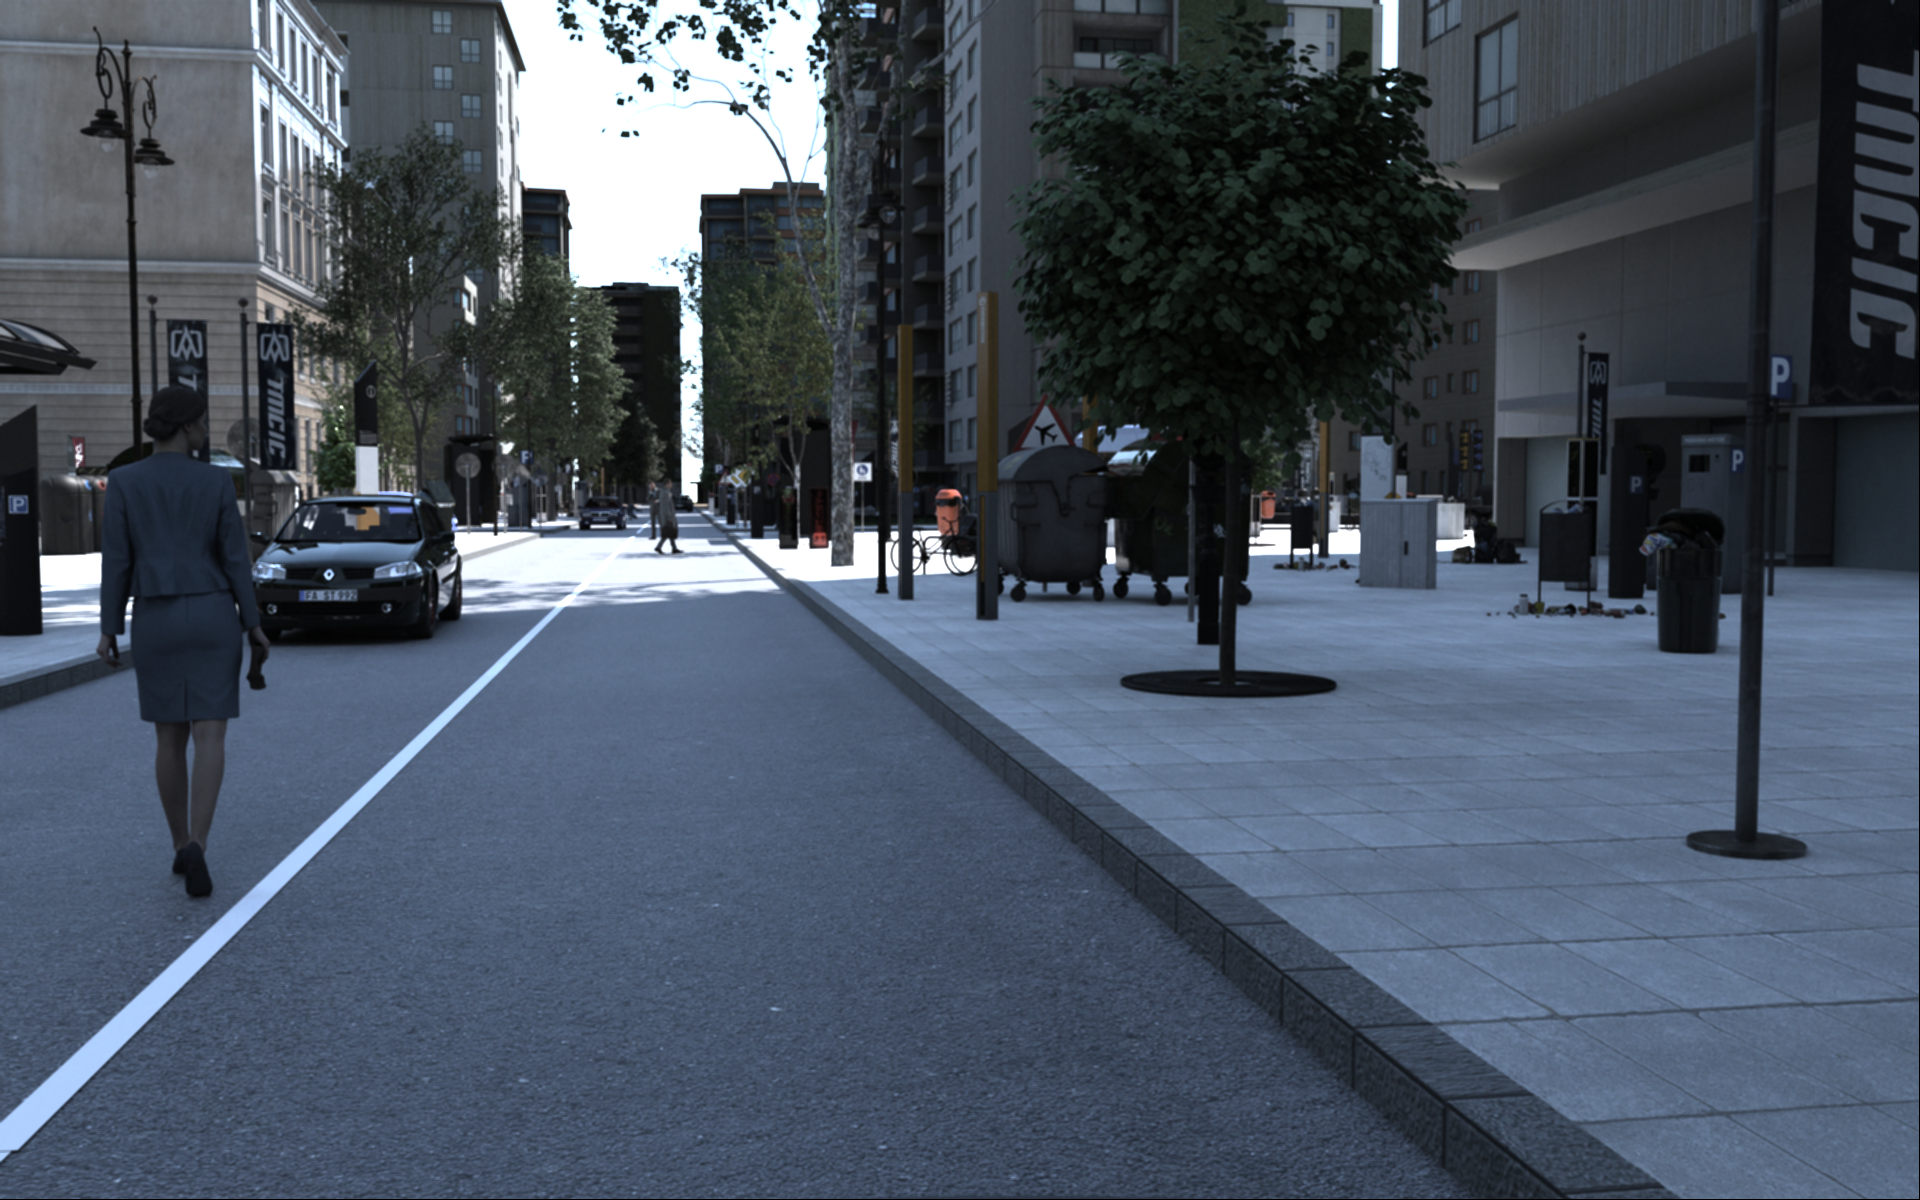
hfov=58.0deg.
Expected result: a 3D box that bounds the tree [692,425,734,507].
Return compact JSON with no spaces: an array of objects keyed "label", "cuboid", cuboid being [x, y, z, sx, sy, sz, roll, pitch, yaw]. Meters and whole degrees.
[{"label":"tree","cuboid":[-25.388,-13.797,175.948,4.360,8.622,3.978,0,3,0]}]

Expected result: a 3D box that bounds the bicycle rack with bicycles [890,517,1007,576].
[{"label":"bicycle rack with bicycles","cuboid":[0.707,-0.878,27.738,2.925,0.926,2.852,3,4,36]}]

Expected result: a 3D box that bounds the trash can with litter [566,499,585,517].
[{"label":"trash can with litter","cuboid":[-21.643,-5.262,97.424,0.624,1.170,1.055,2,4,25]}]

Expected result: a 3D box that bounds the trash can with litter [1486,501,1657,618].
[{"label":"trash can with litter","cuboid":[6.803,-0.444,18.323,2.233,1.210,1.678,1,4,23]}]

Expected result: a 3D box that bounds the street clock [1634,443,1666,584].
[{"label":"street clock","cuboid":[9.805,-1.233,24.734,0.358,2.002,0.471,-1,4,-22]}]

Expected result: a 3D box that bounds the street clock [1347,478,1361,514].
[{"label":"street clock","cuboid":[18.252,-4.610,79.949,0.471,2.002,0.358,0,4,-1]}]

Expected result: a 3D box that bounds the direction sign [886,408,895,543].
[{"label":"direction sign","cuboid":[-1.876,-3.297,45.911,0.379,3.537,0.876,0,4,1]}]

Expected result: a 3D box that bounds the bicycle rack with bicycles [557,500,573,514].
[{"label":"bicycle rack with bicycles","cuboid":[-26.819,-6.148,113.901,2.852,0.926,2.925,-3,4,-38]}]

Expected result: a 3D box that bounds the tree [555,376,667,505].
[{"label":"tree","cuboid":[-32.553,-14.918,160.922,9.611,12.733,9.660,0,3,0]}]

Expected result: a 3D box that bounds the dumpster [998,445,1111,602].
[{"label":"dumpster","cuboid":[1.085,-0.949,21.279,1.264,1.857,1.865,-1,4,-9]}]

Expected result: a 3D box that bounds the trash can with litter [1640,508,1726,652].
[{"label":"trash can with litter","cuboid":[5.992,-0.179,14.313,0.624,1.170,1.055,2,4,27]}]

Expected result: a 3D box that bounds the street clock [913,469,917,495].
[{"label":"street clock","cuboid":[-1.409,-2.611,47.254,0.471,2.002,0.358,0,4,4]}]

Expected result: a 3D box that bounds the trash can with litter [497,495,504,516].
[{"label":"trash can with litter","cuboid":[-27.262,-5.553,101.854,1.678,1.210,2.233,-1,4,-15]}]

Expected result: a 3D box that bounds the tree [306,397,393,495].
[{"label":"tree","cuboid":[-12.391,-2.442,34.535,1.663,3.219,1.824,0,3,0]}]

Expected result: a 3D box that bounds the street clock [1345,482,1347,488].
[{"label":"street clock","cuboid":[20.166,-5.193,89.471,0.358,2.002,0.471,-3,5,-44]}]

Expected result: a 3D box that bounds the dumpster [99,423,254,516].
[{"label":"dumpster","cuboid":[-10.516,-1.272,23.298,1.502,2.255,1.985,-1,4,-9]}]

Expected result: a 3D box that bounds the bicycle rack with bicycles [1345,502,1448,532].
[{"label":"bicycle rack with bicycles","cuboid":[14.270,-2.668,57.006,2.852,0.926,2.925,0,4,-8]}]

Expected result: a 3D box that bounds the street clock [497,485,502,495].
[{"label":"street clock","cuboid":[-35.663,-7.907,133.842,0.471,2.002,0.358,-1,4,-10]}]

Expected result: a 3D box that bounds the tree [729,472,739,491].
[{"label":"tree","cuboid":[-17.740,-8.428,132.394,1.663,3.219,1.824,0,3,0]}]

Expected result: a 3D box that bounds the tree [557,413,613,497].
[{"label":"tree","cuboid":[-25.904,-10.402,120.438,4.737,8.622,4.395,0,3,0]}]

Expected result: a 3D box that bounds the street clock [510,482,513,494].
[{"label":"street clock","cuboid":[-23.322,-5.280,90.896,0.358,2.002,0.471,3,5,44]}]

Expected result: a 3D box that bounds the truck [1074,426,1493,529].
[{"label":"truck","cuboid":[12.816,-4.635,65.549,18.799,4.110,2.967,-1,4,-11]}]

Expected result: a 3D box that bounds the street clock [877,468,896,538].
[{"label":"street clock","cuboid":[-2.006,-2.619,47.395,0.471,2.002,0.358,2,4,32]}]

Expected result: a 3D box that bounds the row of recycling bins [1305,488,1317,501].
[{"label":"row of recycling bins","cuboid":[25.443,-6.758,117.601,3.534,1.692,1.069,2,4,35]}]

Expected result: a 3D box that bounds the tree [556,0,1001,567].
[{"label":"tree","cuboid":[-1.461,-10.745,31.570,12.611,20.169,13.585,0,3,0]}]

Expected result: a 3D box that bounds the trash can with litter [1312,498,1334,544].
[{"label":"trash can with litter","cuboid":[9.140,-2.024,44.478,0.624,1.170,1.055,2,4,33]}]

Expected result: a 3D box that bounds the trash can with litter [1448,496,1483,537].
[{"label":"trash can with litter","cuboid":[14.653,-2.498,51.898,1.678,1.210,2.233,1,4,12]}]

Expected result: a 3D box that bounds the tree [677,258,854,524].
[{"label":"tree","cuboid":[-8.464,-9.169,75.668,9.928,11.665,9.643,0,3,0]}]

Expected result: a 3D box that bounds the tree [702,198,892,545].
[{"label":"tree","cuboid":[-4.202,-5.707,43.667,4.737,8.622,4.395,0,3,0]}]

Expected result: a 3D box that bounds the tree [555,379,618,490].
[{"label":"tree","cuboid":[-23.323,-9.533,106.229,4.360,8.622,3.978,0,3,0]}]

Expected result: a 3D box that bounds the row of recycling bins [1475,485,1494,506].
[{"label":"row of recycling bins","cuboid":[23.970,-4.315,77.657,1.069,1.692,3.534,0,4,-2]}]

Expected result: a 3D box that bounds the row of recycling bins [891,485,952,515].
[{"label":"row of recycling bins","cuboid":[-1.885,-4.485,80.440,3.534,1.692,1.069,-3,4,-36]}]

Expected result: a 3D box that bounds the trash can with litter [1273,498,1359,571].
[{"label":"trash can with litter","cuboid":[6.229,-1.147,29.810,2.233,1.210,1.678,-3,4,-38]}]

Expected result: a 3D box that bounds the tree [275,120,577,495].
[{"label":"tree","cuboid":[-13.099,-6.613,42.541,8.767,10.594,7.601,1,4,16]}]

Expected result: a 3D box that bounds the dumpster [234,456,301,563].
[{"label":"dumpster","cuboid":[-11.201,-1.314,27.242,1.264,1.857,1.865,-1,4,-9]}]

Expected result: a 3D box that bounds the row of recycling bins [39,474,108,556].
[{"label":"row of recycling bins","cuboid":[-19.151,-1.870,37.685,1.069,1.692,3.534,-1,4,-11]}]

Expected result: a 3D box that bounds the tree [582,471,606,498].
[{"label":"tree","cuboid":[-28.026,-8.294,130.203,1.663,3.219,1.824,0,3,0]}]

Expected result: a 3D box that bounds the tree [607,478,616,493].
[{"label":"tree","cuboid":[-36.065,-11.369,180.485,1.663,3.219,1.824,0,3,0]}]

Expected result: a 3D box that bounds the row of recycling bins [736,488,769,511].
[{"label":"row of recycling bins","cuboid":[-14.645,-7.069,122.697,1.069,1.692,3.534,-3,4,-39]}]

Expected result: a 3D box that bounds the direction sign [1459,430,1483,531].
[{"label":"direction sign","cuboid":[17.953,-4.216,60.935,0.876,3.537,0.379,-1,4,-12]}]

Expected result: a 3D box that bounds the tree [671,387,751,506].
[{"label":"tree","cuboid":[-27.529,-17.250,192.402,12.009,13.543,11.850,0,3,0]}]

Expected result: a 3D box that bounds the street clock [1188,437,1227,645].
[{"label":"street clock","cuboid":[2.128,-0.623,14.764,0.471,2.002,0.358,1,4,9]}]

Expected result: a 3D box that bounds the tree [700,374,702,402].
[{"label":"tree","cuboid":[-11.123,-8.360,87.054,4.737,8.622,4.395,0,3,0]}]

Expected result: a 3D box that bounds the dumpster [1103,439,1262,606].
[{"label":"dumpster","cuboid":[2.607,-1.110,20.637,1.502,2.255,1.985,-1,4,-9]}]

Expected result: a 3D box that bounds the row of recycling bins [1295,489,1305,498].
[{"label":"row of recycling bins","cuboid":[25.304,-7.795,134.565,3.534,1.692,1.069,1,4,12]}]

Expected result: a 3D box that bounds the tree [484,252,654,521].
[{"label":"tree","cuboid":[-19.046,-10.021,81.970,7.486,12.596,7.792,0,3,0]}]

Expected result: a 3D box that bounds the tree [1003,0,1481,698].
[{"label":"tree","cuboid":[1.755,-1.694,11.410,4.285,4.588,4.351,0,3,0]}]

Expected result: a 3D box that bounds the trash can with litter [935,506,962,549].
[{"label":"trash can with litter","cuboid":[-0.266,-1.775,40.404,0.624,1.170,1.055,0,3,0]}]

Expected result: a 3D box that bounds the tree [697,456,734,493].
[{"label":"tree","cuboid":[-20.751,-10.114,149.076,4.285,4.588,4.351,0,3,0]}]
